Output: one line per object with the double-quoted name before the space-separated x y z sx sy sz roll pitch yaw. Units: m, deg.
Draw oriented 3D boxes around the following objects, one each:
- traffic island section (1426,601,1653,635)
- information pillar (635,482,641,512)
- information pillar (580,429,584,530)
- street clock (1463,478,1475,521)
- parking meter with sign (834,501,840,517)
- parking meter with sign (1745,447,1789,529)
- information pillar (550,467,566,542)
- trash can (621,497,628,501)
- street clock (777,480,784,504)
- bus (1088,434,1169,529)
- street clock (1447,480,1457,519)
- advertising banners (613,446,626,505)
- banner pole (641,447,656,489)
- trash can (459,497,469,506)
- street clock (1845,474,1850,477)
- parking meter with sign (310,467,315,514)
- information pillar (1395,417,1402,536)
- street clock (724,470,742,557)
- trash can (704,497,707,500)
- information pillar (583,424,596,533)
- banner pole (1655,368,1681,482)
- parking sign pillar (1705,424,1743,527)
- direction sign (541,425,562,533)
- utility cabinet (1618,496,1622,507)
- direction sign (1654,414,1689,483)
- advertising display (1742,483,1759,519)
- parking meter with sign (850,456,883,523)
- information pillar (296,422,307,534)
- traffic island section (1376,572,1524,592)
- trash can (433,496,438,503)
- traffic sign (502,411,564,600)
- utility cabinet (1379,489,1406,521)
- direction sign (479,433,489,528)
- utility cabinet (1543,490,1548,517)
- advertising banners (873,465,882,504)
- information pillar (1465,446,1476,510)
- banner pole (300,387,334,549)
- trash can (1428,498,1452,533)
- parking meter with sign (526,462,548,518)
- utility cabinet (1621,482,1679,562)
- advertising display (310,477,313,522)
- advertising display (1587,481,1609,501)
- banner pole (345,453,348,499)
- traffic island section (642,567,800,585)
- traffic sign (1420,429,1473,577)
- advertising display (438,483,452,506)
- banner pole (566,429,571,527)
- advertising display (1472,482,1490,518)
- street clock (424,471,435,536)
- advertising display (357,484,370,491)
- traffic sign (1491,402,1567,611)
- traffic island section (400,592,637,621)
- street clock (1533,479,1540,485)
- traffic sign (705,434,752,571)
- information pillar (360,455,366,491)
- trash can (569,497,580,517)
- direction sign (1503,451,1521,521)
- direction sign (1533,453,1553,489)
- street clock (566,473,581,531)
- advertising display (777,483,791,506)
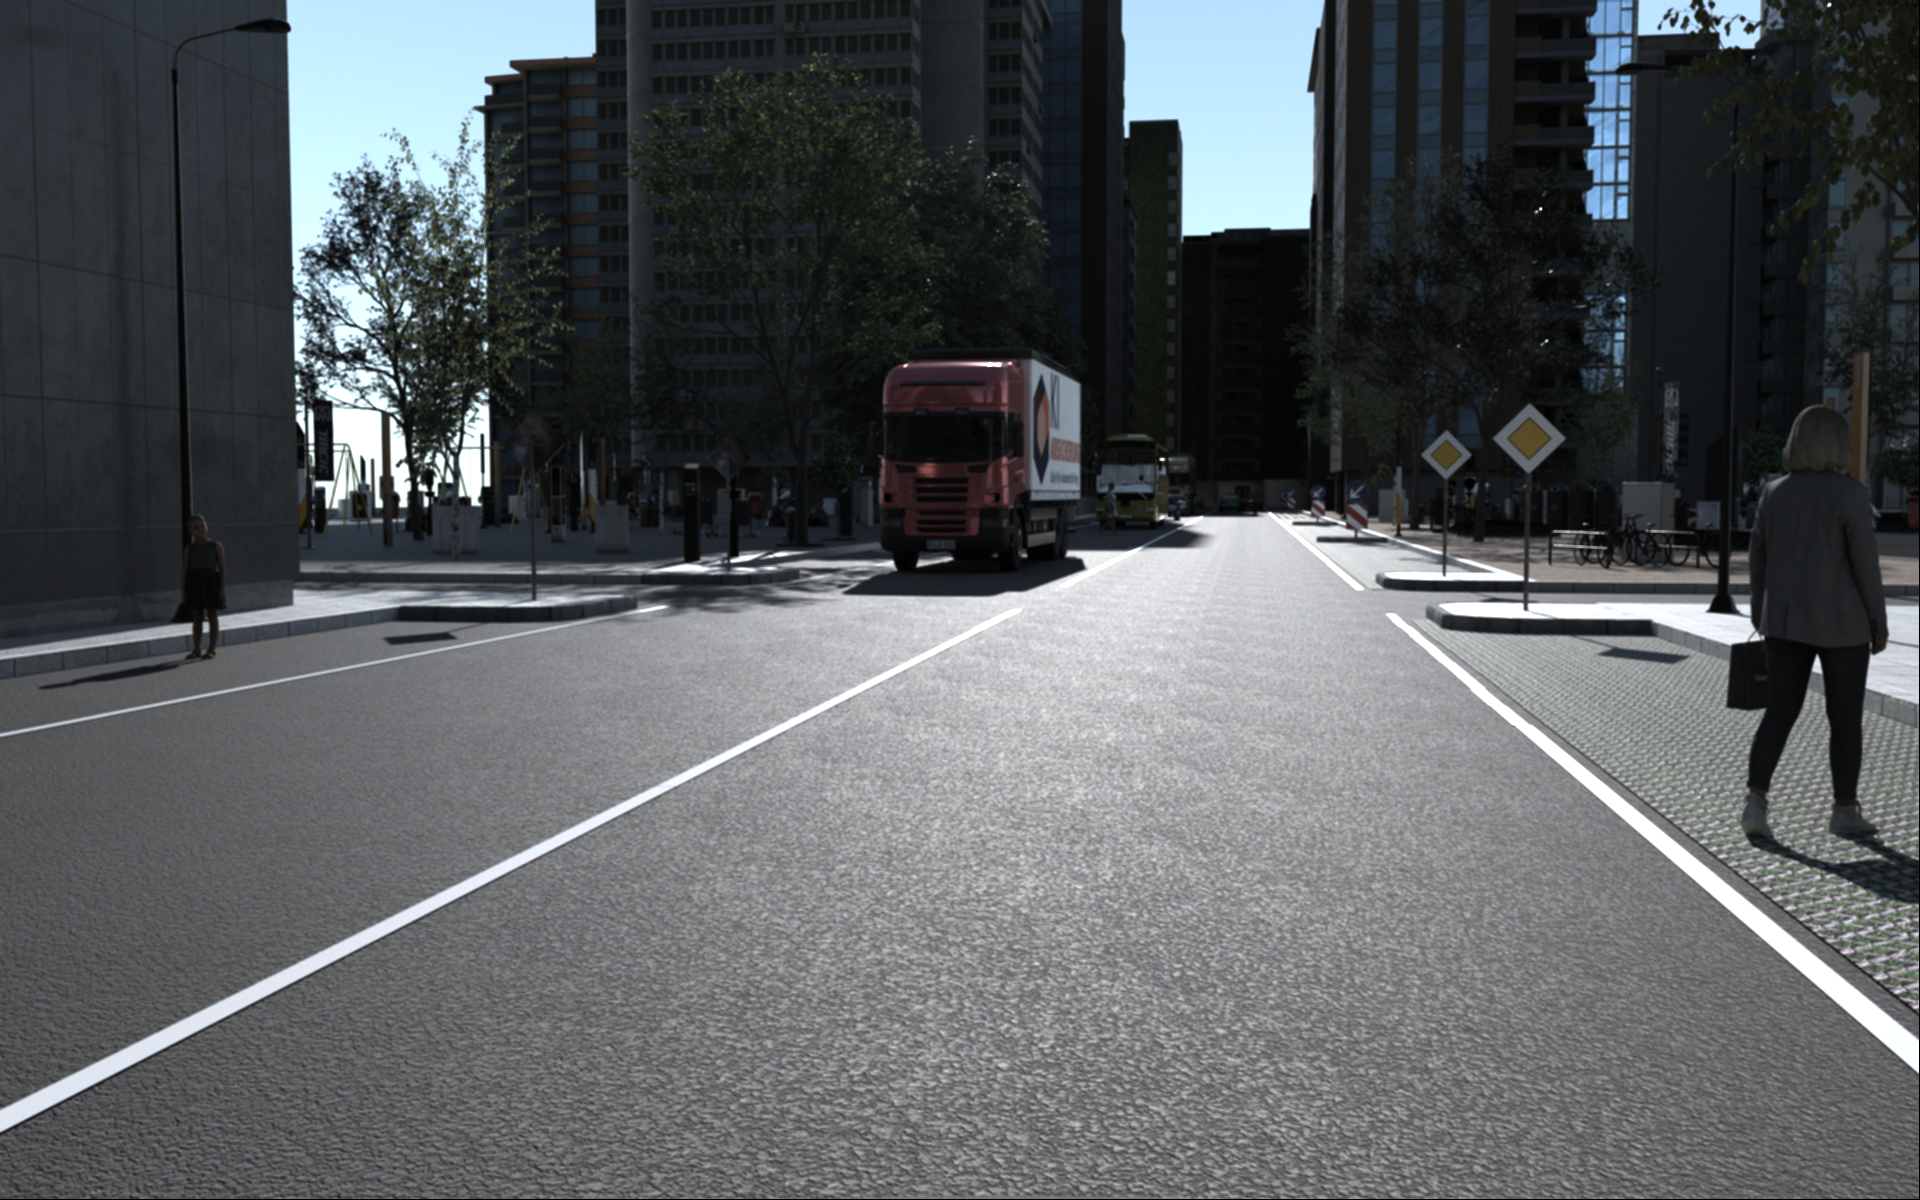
"traffic island section" 6.254 0.195 19.094 2.009 0.180 2.903 1 4 9
"information pillar" -18.976 -5.969 102.085 0.304 2.012 0.304 1 4 11
"information pillar" -13.624 -4.357 62.587 0.183 3.616 0.504 -1 4 -22
"street clock" 22.309 -4.362 75.888 0.471 2.002 0.358 0 4 3
"parking meter with sign" -6.351 -6.298 99.235 1.738 3.016 0.543 -2 4 -24
"parking meter with sign" 30.007 -4.157 64.227 1.738 3.016 0.543 -1 4 -18
"information pillar" -10.751 -2.558 46.319 0.304 2.012 0.304 0 4 5
"trash can" -19.932 -5.561 102.582 0.748 1.137 0.748 0 3 0
"street clock" -9.365 -5.191 89.442 0.471 2.002 0.358 2 4 27
"bus" 7.460 -5.059 74.260 2.896 3.916 12.252 1 4 9
"street clock" 25.289 -5.174 89.159 0.471 2.002 0.358 -1 4 -17
"advertising banners" -12.633 -4.160 64.209 0.090 3.025 2.074 0 4 0
"banner pole" -16.653 -6.255 92.278 0.401 3.779 0.863 3 5 40
"trash can" -25.135 -4.640 87.515 0.748 1.137 0.748 0 3 0
"street clock" 31.566 -3.479 61.459 0.471 2.002 0.358 -2 4 -33
"parking meter with sign" -41.646 -6.952 109.930 1.738 3.016 0.543 2 4 32
"information pillar" 13.287 -3.735 52.417 0.183 3.616 0.504 1 4 22
"street clock" -4.613 -1.876 35.238 0.358 2.002 0.471 0 4 6
"trash can" -14.028 -5.020 93.729 0.748 1.137 0.748 0 3 0
"information pillar" -12.201 -4.042 57.445 0.183 3.616 0.504 1 4 13
"banner pole" 13.933 -2.705 34.238 0.401 3.779 0.863 -1 4 -15
"parking sign pillar" 29.817 -4.840 67.612 1.447 3.967 1.447 -3 4 -37
"direction sign" -13.430 -3.952 56.616 0.876 3.537 0.379 0 4 1
"utility cabinet" 28.723 -3.943 75.636 1.020 1.237 0.306 3 4 39
"direction sign" 20.113 -3.488 49.029 0.876 3.537 0.379 2 4 26
"advertising display" 40.600 -5.113 88.818 0.974 1.923 0.123 0 4 7
"parking meter with sign" -4.251 -4.900 76.373 1.738 3.016 0.543 2 4 24
"information pillar" -21.375 -3.964 56.174 0.183 3.616 0.504 0 4 6
"traffic island section" 7.561 -0.287 26.972 2.009 0.180 2.903 1 4 9
"trash can" -32.542 -5.890 107.953 0.748 1.137 0.748 0 3 0
"traffic sign" -5.156 -1.057 20.922 0.795 2.450 0.064 1 4 9
"utility cabinet" 20.027 -4.380 80.284 1.173 1.500 0.318 1 4 10
"direction sign" -17.853 -4.454 64.827 0.379 3.537 0.876 -1 4 -8
"utility cabinet" 32.052 -5.191 93.559 1.173 1.500 0.318 2 4 34
"advertising banners" -5.196 -6.572 103.642 2.074 3.025 0.090 3 5 42
"information pillar" 24.764 -5.676 84.161 0.504 3.616 0.183 0 4 2
"banner pole" -15.127 -3.104 40.768 0.863 3.779 0.401 0 4 1
"trash can" 15.904 -2.799 57.423 0.748 1.137 0.748 0 3 0
"parking meter with sign" -23.091 -5.968 93.842 1.738 3.016 0.543 3 4 36
"utility cabinet" 13.055 -1.479 32.857 0.318 1.500 1.173 -1 4 -14
"advertising display" -25.139 -3.728 66.160 0.123 1.923 0.974 2 4 25
"advertising display" 30.335 -4.721 82.408 0.974 1.923 0.123 0 4 7
"banner pole" -37.640 -7.117 106.381 0.401 3.779 0.863 -1 4 -15
"traffic island section" -3.874 -0.403 28.866 2.009 0.180 2.903 1 4 9
"traffic sign" 7.536 -1.422 26.898 0.795 2.450 0.064 1 4 9
"advertising display" -28.746 -5.597 96.730 0.123 1.923 0.974 2 4 31
"banner pole" -15.122 -4.706 66.959 0.401 3.779 0.863 0 4 -4
"advertising display" 27.983 -5.372 93.046 0.974 1.923 0.123 0 4 -7
"street clock" -16.361 -2.989 53.444 0.358 2.002 0.471 -1 4 -12
"advertising display" -38.011 -6.435 110.429 0.974 1.923 0.123 2 4 28
"traffic sign" 6.230 -0.941 19.020 0.795 2.450 0.064 1 4 9
"traffic island section" -5.181 0.079 20.988 2.009 0.180 2.903 1 4 9
"street clock" 26.985 -4.681 81.106 0.358 2.002 0.471 2 4 30
"traffic sign" -3.850 -1.539 28.800 0.795 2.450 0.064 1 4 9
"information pillar" -35.582 -6.845 103.262 0.183 3.616 0.504 1 4 9
"trash can" -21.889 -5.297 98.263 0.748 1.137 0.748 0 3 0
"direction sign" 25.250 -5.337 79.254 0.876 3.537 0.379 3 5 44
"direction sign" 23.837 -4.825 70.882 0.379 3.537 0.876 -3 4 -39
"street clock" -13.358 -3.387 59.948 0.471 2.002 0.358 2 4 29
"advertising display" -10.746 -6.111 105.126 0.974 1.923 0.123 -2 4 -27
